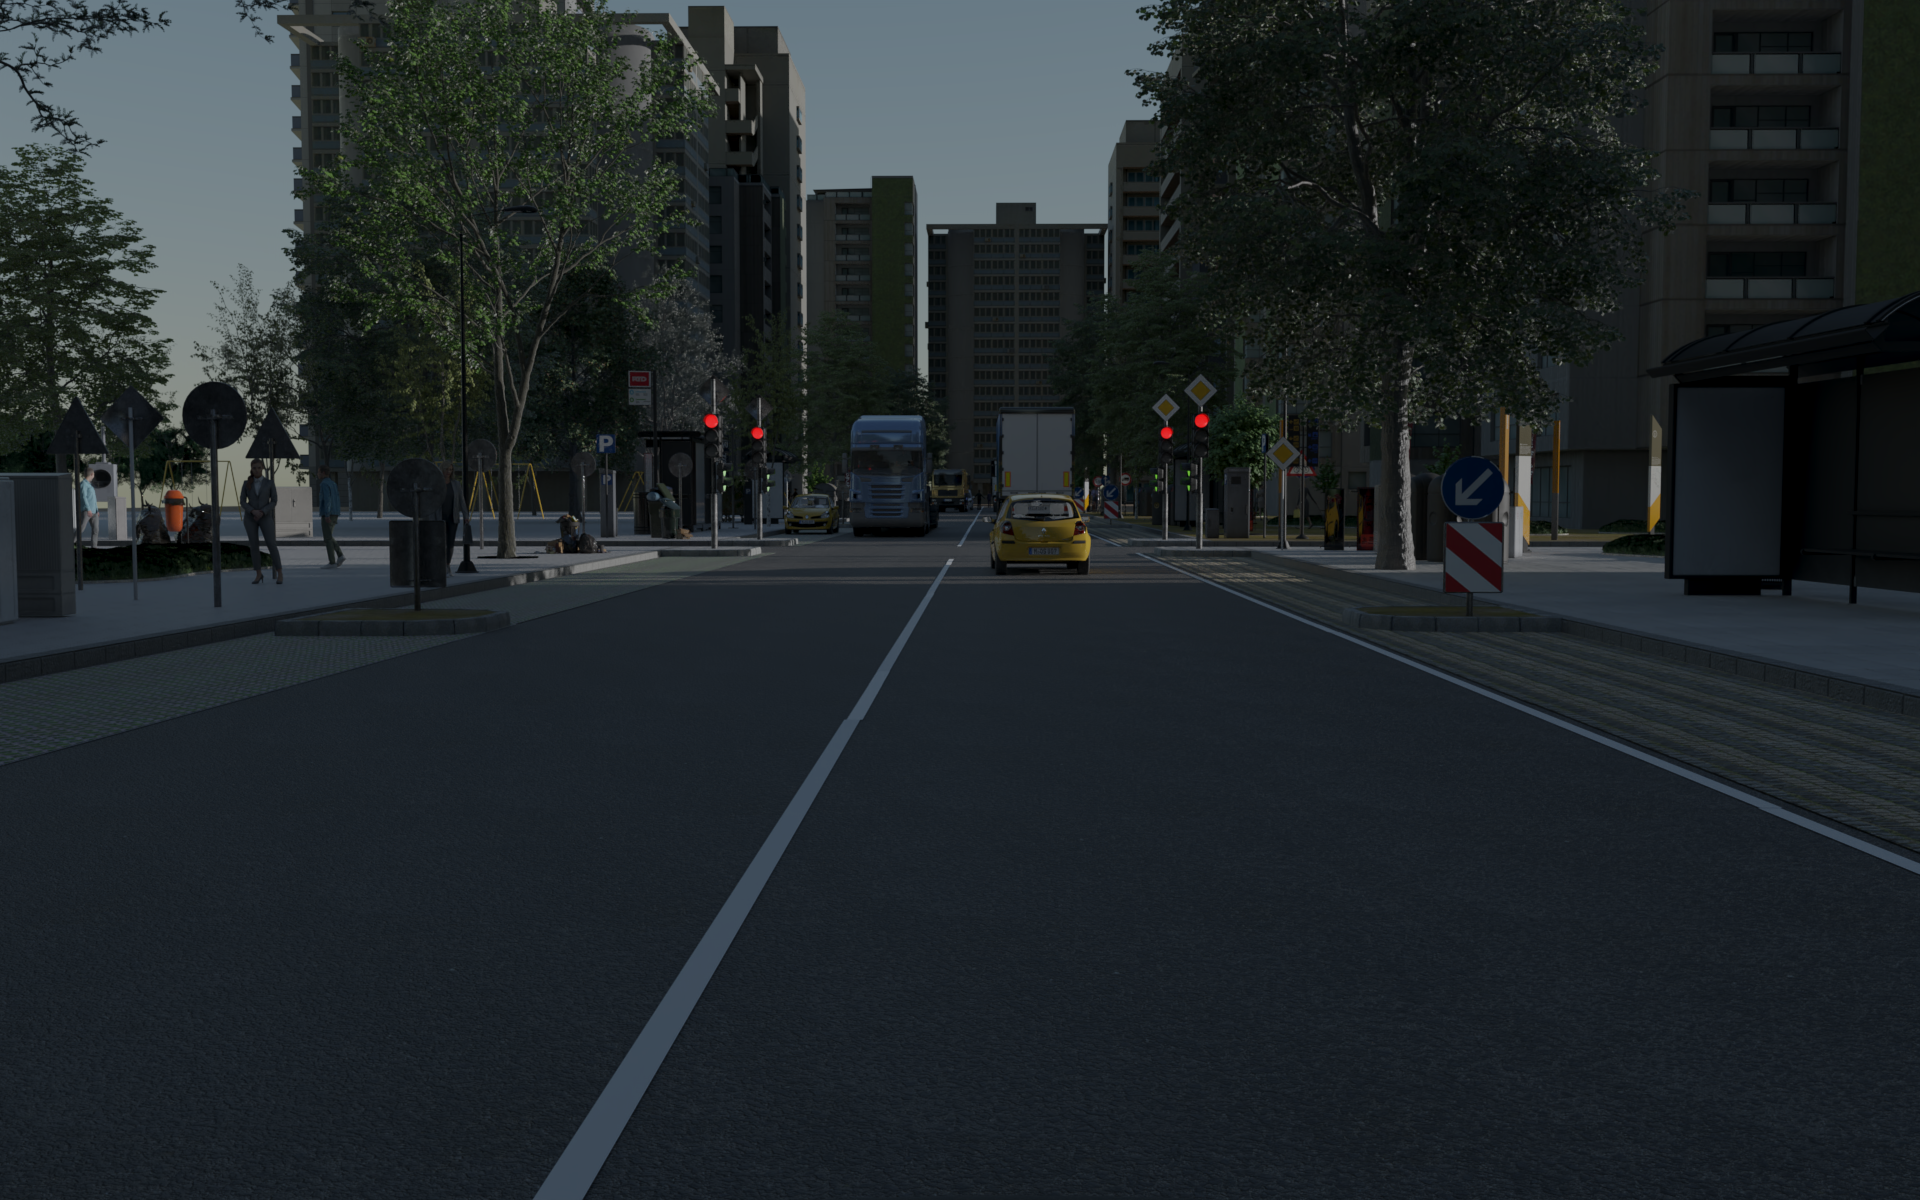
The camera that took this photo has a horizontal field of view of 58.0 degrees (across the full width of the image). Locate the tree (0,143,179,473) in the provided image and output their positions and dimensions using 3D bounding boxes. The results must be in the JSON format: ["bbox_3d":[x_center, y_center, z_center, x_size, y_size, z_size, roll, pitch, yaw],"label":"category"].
[{"bbox_3d":[-30.074,-8.483,56.820,7.486,12.596,7.792,0,3,0],"label":"tree"}]

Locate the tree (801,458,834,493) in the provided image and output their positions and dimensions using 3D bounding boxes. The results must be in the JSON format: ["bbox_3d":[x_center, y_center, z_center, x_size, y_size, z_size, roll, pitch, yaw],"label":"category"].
[{"bbox_3d":[-7.869,-6.080,94.004,1.663,3.219,1.824,0,3,0],"label":"tree"}]

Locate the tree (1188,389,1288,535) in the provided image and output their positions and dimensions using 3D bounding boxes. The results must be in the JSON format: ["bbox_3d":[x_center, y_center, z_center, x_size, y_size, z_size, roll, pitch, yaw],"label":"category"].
[{"bbox_3d":[8.895,-4.324,54.413,4.285,4.588,4.351,0,3,0],"label":"tree"}]

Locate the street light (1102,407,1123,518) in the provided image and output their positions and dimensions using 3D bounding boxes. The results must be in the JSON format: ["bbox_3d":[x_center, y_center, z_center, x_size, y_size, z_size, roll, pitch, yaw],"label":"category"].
[{"bbox_3d":[7.990,-7.306,92.000,1.470,5.913,1.316,0,4,1],"label":"street light"}]

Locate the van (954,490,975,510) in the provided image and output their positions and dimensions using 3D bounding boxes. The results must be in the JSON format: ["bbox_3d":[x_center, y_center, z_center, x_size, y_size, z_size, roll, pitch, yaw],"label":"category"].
[{"bbox_3d":[0.326,-8.947,153.287,2.013,2.044,4.112,0,4,2],"label":"van"}]

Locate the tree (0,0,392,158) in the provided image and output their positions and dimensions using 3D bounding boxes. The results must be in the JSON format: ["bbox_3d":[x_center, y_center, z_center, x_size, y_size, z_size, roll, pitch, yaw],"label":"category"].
[{"bbox_3d":[-8.526,-6.087,9.887,12.009,13.543,11.850,0,3,0],"label":"tree"}]

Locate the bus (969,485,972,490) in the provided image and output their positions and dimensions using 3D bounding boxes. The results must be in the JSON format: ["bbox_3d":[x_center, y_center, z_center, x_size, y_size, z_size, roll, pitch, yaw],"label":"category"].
[{"bbox_3d":[-0.187,-11.530,183.373,2.948,3.499,13.247,0,4,0],"label":"bus"}]

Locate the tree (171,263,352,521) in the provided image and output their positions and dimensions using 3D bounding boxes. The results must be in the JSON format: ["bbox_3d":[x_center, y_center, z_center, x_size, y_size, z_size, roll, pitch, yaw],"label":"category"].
[{"bbox_3d":[-22.095,-6.401,55.023,4.360,8.622,3.978,0,3,0],"label":"tree"}]

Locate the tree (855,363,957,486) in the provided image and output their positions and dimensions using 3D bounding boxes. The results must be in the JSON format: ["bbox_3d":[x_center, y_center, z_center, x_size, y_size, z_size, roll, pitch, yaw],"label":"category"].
[{"bbox_3d":[-5.428,-15.987,168.044,9.857,13.997,8.962,0,3,0],"label":"tree"}]

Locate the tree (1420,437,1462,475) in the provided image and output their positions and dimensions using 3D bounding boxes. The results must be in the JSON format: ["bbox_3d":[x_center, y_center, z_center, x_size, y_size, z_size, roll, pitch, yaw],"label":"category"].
[{"bbox_3d":[16.460,-3.926,58.796,1.663,3.219,1.824,0,3,0],"label":"tree"}]

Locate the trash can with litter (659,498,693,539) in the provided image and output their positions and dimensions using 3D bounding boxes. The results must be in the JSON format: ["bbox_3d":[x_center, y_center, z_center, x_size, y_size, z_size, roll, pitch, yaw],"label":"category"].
[{"bbox_3d":[-8.086,-2.330,49.485,1.055,1.170,0.624,2,4,32],"label":"trash can with litter"}]

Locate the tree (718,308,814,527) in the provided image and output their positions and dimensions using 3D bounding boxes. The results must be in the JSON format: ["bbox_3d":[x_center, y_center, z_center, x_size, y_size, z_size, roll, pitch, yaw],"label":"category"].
[{"bbox_3d":[-7.647,-7.223,68.460,4.737,8.622,4.395,0,3,0],"label":"tree"}]

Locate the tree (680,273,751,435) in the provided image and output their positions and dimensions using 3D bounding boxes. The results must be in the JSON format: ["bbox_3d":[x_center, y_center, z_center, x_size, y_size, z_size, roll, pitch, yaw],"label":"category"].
[{"bbox_3d":[-15.832,-11.032,90.751,12.009,13.543,11.850,0,3,0],"label":"tree"}]

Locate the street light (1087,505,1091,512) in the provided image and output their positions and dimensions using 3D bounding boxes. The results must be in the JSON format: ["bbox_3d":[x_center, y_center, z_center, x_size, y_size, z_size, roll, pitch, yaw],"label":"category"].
[{"bbox_3d":[8.645,-9.240,123.612,1.470,5.913,1.316,0,4,1],"label":"street light"}]

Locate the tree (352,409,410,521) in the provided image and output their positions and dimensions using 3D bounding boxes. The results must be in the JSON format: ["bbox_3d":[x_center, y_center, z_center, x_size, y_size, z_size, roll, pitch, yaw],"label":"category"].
[{"bbox_3d":[-28.707,-8.028,81.624,4.360,8.622,3.978,0,3,0],"label":"tree"}]

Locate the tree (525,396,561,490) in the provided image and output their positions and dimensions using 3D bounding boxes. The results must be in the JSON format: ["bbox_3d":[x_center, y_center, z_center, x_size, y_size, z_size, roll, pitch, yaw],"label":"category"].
[{"bbox_3d":[-28.034,-9.993,113.750,4.737,8.622,4.395,0,3,0],"label":"tree"}]

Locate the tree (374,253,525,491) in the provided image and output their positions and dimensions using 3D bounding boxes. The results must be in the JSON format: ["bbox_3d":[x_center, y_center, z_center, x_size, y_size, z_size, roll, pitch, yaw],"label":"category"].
[{"bbox_3d":[-15.713,-6.266,52.808,4.737,8.622,4.395,0,3,0],"label":"tree"}]

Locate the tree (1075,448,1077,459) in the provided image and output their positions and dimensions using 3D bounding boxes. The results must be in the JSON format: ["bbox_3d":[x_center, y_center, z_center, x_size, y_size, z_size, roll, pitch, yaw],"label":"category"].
[{"bbox_3d":[10.847,-12.528,155.194,4.737,8.622,4.395,0,3,0],"label":"tree"}]

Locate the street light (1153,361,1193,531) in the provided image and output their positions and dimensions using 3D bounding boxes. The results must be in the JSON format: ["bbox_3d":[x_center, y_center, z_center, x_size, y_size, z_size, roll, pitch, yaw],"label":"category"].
[{"bbox_3d":[7.458,-5.390,60.675,1.470,5.913,1.316,0,4,1],"label":"street light"}]

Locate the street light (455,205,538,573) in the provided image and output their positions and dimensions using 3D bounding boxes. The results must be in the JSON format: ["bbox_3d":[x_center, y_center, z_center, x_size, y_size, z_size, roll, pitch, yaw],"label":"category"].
[{"bbox_3d":[-7.490,-3.393,28.017,1.470,5.913,1.316,0,4,1],"label":"street light"}]

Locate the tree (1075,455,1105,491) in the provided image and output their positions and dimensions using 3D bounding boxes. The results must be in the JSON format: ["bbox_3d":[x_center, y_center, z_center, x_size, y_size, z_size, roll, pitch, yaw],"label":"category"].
[{"bbox_3d":[9.891,-9.350,136.584,4.285,4.588,4.351,0,3,0],"label":"tree"}]

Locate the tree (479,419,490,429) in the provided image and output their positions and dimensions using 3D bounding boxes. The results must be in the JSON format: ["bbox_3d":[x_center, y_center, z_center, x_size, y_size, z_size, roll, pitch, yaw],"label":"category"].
[{"bbox_3d":[-30.561,-9.591,91.220,8.767,10.594,7.601,-3,5,-40],"label":"tree"}]

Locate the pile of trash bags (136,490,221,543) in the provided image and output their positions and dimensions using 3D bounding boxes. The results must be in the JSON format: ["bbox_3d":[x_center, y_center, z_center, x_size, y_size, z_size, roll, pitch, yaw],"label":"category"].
[{"bbox_3d":[-17.911,-1.823,39.551,1.912,1.369,3.447,-2,4,-24],"label":"pile of trash bags"}]

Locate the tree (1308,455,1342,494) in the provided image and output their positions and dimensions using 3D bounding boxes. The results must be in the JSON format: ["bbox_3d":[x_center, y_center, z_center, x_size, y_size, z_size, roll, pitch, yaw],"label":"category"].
[{"bbox_3d":[18.050,-5.571,85.684,1.663,3.219,1.824,0,3,0],"label":"tree"}]

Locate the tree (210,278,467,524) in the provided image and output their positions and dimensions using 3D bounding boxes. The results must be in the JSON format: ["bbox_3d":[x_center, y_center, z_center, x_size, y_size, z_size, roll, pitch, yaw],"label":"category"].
[{"bbox_3d":[-27.034,-8.521,73.728,7.601,10.594,8.767,1,4,21],"label":"tree"}]

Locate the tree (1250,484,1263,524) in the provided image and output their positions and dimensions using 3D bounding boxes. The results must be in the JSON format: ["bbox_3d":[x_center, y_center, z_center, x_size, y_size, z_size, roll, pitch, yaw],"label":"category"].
[{"bbox_3d":[12.199,-4.881,74.402,1.663,3.219,1.824,0,3,0],"label":"tree"}]

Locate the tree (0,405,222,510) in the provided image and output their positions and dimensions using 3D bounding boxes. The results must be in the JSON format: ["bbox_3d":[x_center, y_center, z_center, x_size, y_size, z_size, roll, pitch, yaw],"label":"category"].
[{"bbox_3d":[-56.343,-9.119,112.004,20.602,7.101,11.467,0,4,3],"label":"tree"}]

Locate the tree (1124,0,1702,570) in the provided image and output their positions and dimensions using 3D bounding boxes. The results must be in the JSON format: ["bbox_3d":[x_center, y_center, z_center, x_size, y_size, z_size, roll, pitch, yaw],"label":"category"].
[{"bbox_3d":[7.473,-7.486,29.053,9.857,13.997,8.962,0,3,0],"label":"tree"}]

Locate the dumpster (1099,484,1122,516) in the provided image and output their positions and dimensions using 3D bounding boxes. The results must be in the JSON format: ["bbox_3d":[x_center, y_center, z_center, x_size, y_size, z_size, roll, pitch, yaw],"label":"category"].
[{"bbox_3d":[8.923,-5.906,102.328,1.264,1.857,1.865,0,4,1],"label":"dumpster"}]

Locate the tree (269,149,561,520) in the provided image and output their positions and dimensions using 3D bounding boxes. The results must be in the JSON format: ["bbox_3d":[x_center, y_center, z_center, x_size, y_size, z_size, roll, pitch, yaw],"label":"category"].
[{"bbox_3d":[-19.563,-9.558,62.927,9.857,13.997,8.962,0,3,0],"label":"tree"}]

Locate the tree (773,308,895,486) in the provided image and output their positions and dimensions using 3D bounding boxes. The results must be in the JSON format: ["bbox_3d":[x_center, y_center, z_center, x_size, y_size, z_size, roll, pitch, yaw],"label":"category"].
[{"bbox_3d":[-7.433,-11.504,106.220,7.486,12.596,7.792,0,3,0],"label":"tree"}]

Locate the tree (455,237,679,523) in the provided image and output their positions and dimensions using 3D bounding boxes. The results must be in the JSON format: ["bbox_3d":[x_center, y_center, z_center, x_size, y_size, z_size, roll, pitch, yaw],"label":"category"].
[{"bbox_3d":[-17.315,-9.801,77.260,9.611,12.733,9.660,0,3,0],"label":"tree"}]

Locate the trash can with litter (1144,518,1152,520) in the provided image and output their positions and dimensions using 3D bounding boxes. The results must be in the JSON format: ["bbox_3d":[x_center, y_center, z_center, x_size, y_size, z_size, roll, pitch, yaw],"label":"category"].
[{"bbox_3d":[9.863,-4.523,85.009,1.678,1.210,2.233,0,4,5],"label":"trash can with litter"}]

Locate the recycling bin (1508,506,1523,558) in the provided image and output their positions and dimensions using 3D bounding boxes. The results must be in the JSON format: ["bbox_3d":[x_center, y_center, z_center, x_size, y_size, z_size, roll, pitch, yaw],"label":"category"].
[{"bbox_3d":[10.971,-1.380,35.110,0.722,1.027,0.722,2,4,30],"label":"recycling bin"}]

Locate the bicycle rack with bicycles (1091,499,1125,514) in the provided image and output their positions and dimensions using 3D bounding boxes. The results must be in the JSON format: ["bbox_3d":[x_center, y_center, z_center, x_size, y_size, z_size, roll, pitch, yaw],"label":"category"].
[{"bbox_3d":[9.902,-6.202,114.780,2.852,0.926,2.925,0,4,3],"label":"bicycle rack with bicycles"}]

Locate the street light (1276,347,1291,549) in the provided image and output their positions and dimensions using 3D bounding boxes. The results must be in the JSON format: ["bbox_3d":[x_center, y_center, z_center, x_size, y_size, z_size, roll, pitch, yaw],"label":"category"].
[{"bbox_3d":[7.048,-4.155,40.483,1.470,5.913,1.316,0,4,1],"label":"street light"}]

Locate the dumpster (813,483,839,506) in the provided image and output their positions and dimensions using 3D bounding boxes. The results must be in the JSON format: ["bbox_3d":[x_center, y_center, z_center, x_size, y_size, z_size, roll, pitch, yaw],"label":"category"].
[{"bbox_3d":[-7.069,-5.217,91.056,1.264,1.857,1.865,0,4,1],"label":"dumpster"}]

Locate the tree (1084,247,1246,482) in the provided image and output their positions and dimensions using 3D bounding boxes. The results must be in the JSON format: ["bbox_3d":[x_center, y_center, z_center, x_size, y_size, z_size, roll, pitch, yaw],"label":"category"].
[{"bbox_3d":[9.389,-9.921,80.333,7.486,12.596,7.792,0,3,0],"label":"tree"}]

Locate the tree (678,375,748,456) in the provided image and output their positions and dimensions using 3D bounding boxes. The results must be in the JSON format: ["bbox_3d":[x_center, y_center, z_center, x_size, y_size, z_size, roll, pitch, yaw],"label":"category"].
[{"bbox_3d":[-15.026,-9.432,104.581,4.360,8.622,3.978,0,3,0],"label":"tree"}]

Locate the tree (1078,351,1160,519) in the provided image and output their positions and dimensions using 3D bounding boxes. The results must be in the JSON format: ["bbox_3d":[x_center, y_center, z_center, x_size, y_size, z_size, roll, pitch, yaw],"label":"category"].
[{"bbox_3d":[8.779,-8.430,88.193,4.737,8.622,4.395,0,3,0],"label":"tree"}]

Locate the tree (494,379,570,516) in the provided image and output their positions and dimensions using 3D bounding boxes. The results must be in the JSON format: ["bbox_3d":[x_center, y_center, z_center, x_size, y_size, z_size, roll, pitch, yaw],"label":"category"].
[{"bbox_3d":[-25.639,-10.285,102.580,7.601,10.594,8.767,-1,4,-17],"label":"tree"}]

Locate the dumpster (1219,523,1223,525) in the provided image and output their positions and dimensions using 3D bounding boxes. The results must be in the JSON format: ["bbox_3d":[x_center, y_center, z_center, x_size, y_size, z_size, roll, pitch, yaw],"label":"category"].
[{"bbox_3d":[11.075,-4.215,71.413,1.502,2.255,1.985,0,4,1],"label":"dumpster"}]

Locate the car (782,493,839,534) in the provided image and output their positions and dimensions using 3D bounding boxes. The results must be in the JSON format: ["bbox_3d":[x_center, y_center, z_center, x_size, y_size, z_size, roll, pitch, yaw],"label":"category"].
[{"bbox_3d":[-5.321,-3.189,62.370,2.015,1.641,3.980,0,4,1],"label":"car"}]

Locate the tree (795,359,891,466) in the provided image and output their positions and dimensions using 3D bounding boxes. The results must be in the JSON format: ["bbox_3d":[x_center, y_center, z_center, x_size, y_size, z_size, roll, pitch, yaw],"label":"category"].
[{"bbox_3d":[-7.374,-11.175,117.125,7.601,10.594,8.767,1,4,14],"label":"tree"}]

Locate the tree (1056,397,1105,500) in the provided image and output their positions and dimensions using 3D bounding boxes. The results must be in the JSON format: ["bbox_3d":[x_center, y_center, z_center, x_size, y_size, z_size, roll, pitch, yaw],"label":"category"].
[{"bbox_3d":[10.655,-14.204,166.654,7.601,10.594,8.767,2,4,25],"label":"tree"}]

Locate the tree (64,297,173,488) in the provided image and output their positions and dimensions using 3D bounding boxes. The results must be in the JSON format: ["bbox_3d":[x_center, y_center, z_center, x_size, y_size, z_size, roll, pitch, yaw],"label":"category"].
[{"bbox_3d":[-32.120,-7.065,65.878,4.360,8.622,3.978,0,3,0],"label":"tree"}]

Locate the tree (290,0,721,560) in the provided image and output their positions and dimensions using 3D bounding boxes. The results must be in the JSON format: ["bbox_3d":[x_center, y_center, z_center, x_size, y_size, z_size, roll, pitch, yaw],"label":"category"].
[{"bbox_3d":[-8.908,-6.639,34.298,9.928,11.665,9.643,0,3,0],"label":"tree"}]

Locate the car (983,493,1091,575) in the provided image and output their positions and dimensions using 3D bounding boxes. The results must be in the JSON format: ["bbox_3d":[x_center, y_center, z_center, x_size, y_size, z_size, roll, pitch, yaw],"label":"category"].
[{"bbox_3d":[1.441,-1.342,32.168,2.015,1.641,3.980,0,4,-1],"label":"car"}]

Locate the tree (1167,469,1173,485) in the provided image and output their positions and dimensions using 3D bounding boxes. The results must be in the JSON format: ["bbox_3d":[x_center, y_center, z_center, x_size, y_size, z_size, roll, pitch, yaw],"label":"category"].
[{"bbox_3d":[14.905,-7.726,120.921,1.663,3.219,1.824,0,3,0],"label":"tree"}]

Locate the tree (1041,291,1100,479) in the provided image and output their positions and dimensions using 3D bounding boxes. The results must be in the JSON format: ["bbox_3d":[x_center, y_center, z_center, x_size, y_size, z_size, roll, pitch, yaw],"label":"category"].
[{"bbox_3d":[9.839,-12.407,109.516,9.857,13.997,8.962,0,3,0],"label":"tree"}]
